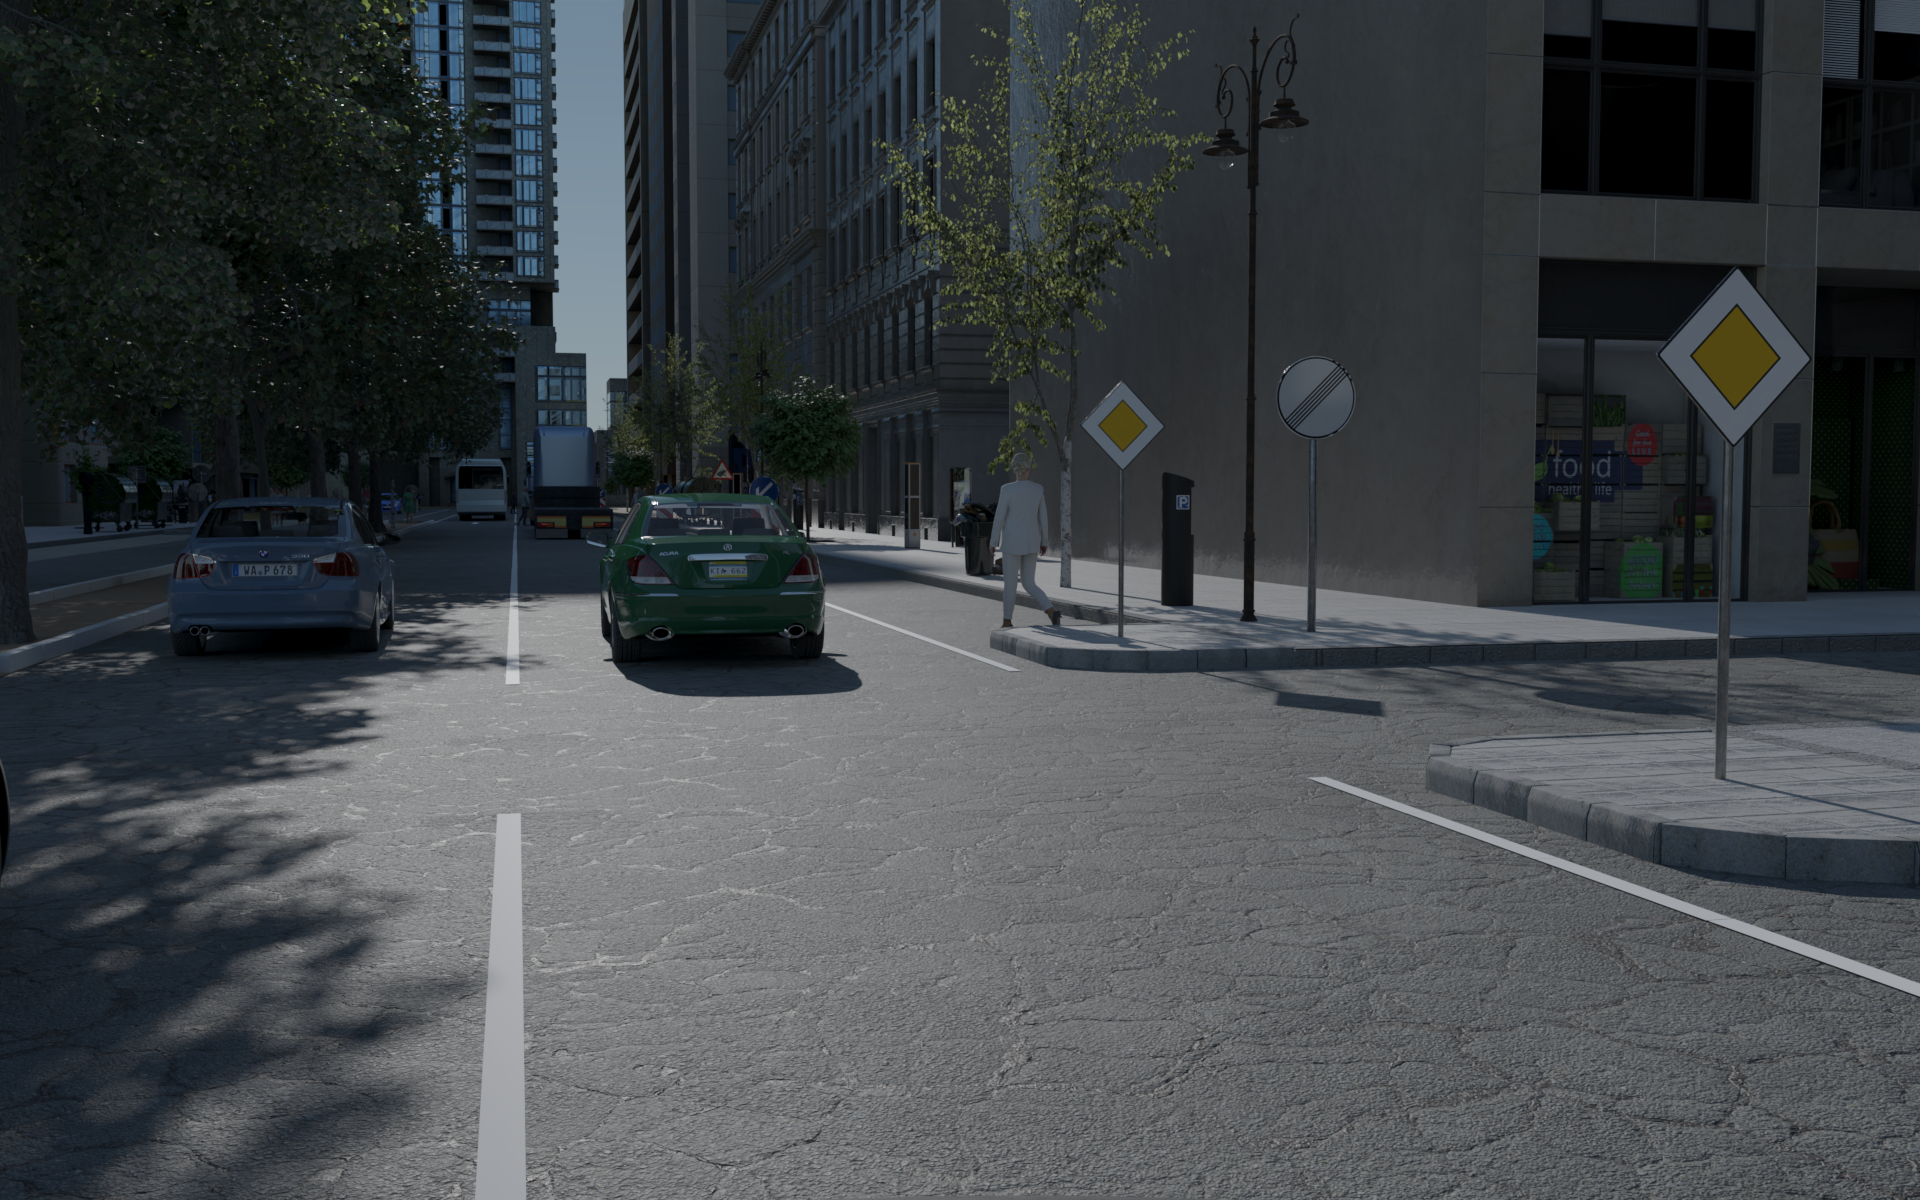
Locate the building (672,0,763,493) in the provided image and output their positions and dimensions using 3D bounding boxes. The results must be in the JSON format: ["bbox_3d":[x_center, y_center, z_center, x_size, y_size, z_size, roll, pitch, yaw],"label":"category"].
[{"bbox_3d":[-8.068,-34.900,112.612,21.231,58.520,28.212,-1,4,-14],"label":"building"}]

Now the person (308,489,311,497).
[{"bbox_3d":[-30.626,-4.428,81.902,0.512,1.701,0.522,-1,4,-9],"label":"person"}]

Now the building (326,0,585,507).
[{"bbox_3d":[-55.064,-52.948,178.379,31.000,86.520,22.319,-1,4,-14],"label":"building"}]

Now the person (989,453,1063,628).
[{"bbox_3d":[0.656,-0.548,17.346,0.818,1.842,0.514,3,5,41],"label":"person"}]

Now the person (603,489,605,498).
[{"bbox_3d":[-24.513,-6.744,118.762,0.705,1.824,1.348,0,4,-8],"label":"person"}]

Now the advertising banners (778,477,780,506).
[{"bbox_3d":[-5.647,-3.530,53.899,0.090,3.025,2.074,0,4,-5],"label":"advertising banners"}]

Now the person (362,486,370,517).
[{"bbox_3d":[-27.210,-4.341,79.442,0.573,1.828,0.580,1,4,14],"label":"person"}]

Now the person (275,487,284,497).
[{"bbox_3d":[-29.093,-3.957,73.940,0.466,1.731,0.760,-1,4,-17],"label":"person"}]

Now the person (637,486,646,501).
[{"bbox_3d":[-14.379,-4.248,78.060,0.767,1.812,0.694,1,4,21],"label":"person"}]

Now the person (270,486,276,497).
[{"bbox_3d":[-31.572,-4.314,79.373,0.599,1.781,0.374,0,4,-2],"label":"person"}]

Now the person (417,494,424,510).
[{"bbox_3d":[-47.506,-8.611,152.528,0.697,1.427,0.421,-2,4,-34],"label":"person"}]

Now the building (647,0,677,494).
[{"bbox_3d":[-16.299,-29.522,132.797,14.600,45.320,14.200,-1,4,-14],"label":"building"}]

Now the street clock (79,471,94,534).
[{"bbox_3d":[-27.741,-3.087,55.043,0.471,2.002,0.358,2,4,28],"label":"street clock"}]

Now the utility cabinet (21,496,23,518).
[{"bbox_3d":[-30.334,-2.680,54.979,1.020,1.237,0.306,-1,4,-18],"label":"utility cabinet"}]

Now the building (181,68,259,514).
[{"bbox_3d":[-54.542,-28.362,113.826,14.600,45.320,14.200,-1,4,-14],"label":"building"}]

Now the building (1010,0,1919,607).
[{"bbox_3d":[19.938,-13.930,32.278,34.151,26.468,19.350,-1,4,-14],"label":"building"}]

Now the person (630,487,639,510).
[{"bbox_3d":[-15.547,-4.551,83.387,0.782,1.767,0.515,2,4,30],"label":"person"}]

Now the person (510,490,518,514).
[{"bbox_3d":[-32.271,-7.087,125.286,0.530,1.710,0.541,-1,4,-12],"label":"person"}]

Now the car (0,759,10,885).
[{"bbox_3d":[-3.465,0.372,3.703,2.009,1.686,4.222,-1,4,-13],"label":"car"}]

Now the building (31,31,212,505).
[{"bbox_3d":[-56.396,-30.728,91.638,28.713,52.752,27.495,-1,4,-14],"label":"building"}]

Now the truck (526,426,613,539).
[{"bbox_3d":[-14.380,-4.508,63.457,2.967,4.110,18.799,-1,4,-14],"label":"truck"}]

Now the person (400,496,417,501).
[{"bbox_3d":[-38.943,-6.926,122.454,1.217,1.743,0.721,-1,4,-14],"label":"person"}]

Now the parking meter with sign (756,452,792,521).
[{"bbox_3d":[-7.057,-4.268,66.049,0.543,3.016,1.738,2,4,28],"label":"parking meter with sign"}]

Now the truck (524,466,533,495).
[{"bbox_3d":[-37.234,-10.023,153.637,2.967,4.110,18.799,-1,4,-14],"label":"truck"}]

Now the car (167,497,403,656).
[{"bbox_3d":[-6.471,-0.292,16.776,2.014,1.417,4.499,-1,4,-15],"label":"car"}]

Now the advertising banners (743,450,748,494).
[{"bbox_3d":[-8.495,-4.434,68.686,0.090,3.025,2.074,0,4,-1],"label":"advertising banners"}]

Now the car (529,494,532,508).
[{"bbox_3d":[-33.610,-7.659,137.225,2.014,1.417,4.499,-1,4,-14],"label":"car"}]

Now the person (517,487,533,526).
[{"bbox_3d":[-19.403,-4.181,77.339,0.782,1.767,0.515,3,5,42],"label":"person"}]

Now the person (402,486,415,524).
[{"bbox_3d":[-26.376,-4.534,82.880,0.600,1.795,0.529,-2,4,-28],"label":"person"}]

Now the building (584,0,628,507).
[{"bbox_3d":[-24.094,-53.401,185.769,31.000,86.520,22.319,-1,4,-14],"label":"building"}]

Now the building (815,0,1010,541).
[{"bbox_3d":[1.721,-12.658,56.113,9.793,20.994,18.267,-1,4,-14],"label":"building"}]

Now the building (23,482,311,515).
[{"bbox_3d":[-67.175,-17.856,136.991,28.899,21.520,27.650,-1,4,-14],"label":"building"}]

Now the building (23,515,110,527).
[{"bbox_3d":[-47.641,-13.086,58.989,27.650,21.520,28.899,-1,4,-14],"label":"building"}]

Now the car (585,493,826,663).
[{"bbox_3d":[-2.421,-0.276,16.315,2.131,1.459,4.920,-1,4,-13],"label":"car"}]

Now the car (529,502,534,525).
[{"bbox_3d":[-19.086,-4.209,80.617,2.131,1.459,4.920,-1,4,-14],"label":"car"}]

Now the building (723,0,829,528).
[{"bbox_3d":[-2.895,-17.144,77.570,12.463,27.353,25.104,-1,4,-14],"label":"building"}]

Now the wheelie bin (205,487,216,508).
[{"bbox_3d":[-34.428,-4.397,79.799,0.693,1.594,0.980,-2,4,-26],"label":"wheelie bin"}]

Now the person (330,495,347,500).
[{"bbox_3d":[-40.349,-6.345,112.251,1.348,1.824,0.705,-3,5,-42],"label":"person"}]

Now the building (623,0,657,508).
[{"bbox_3d":[-17.825,-32.288,151.605,21.300,48.544,21.600,-1,4,-14],"label":"building"}]

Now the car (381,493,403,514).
[{"bbox_3d":[-41.328,-7.078,125.314,1.945,1.707,3.694,-1,4,-15],"label":"car"}]
